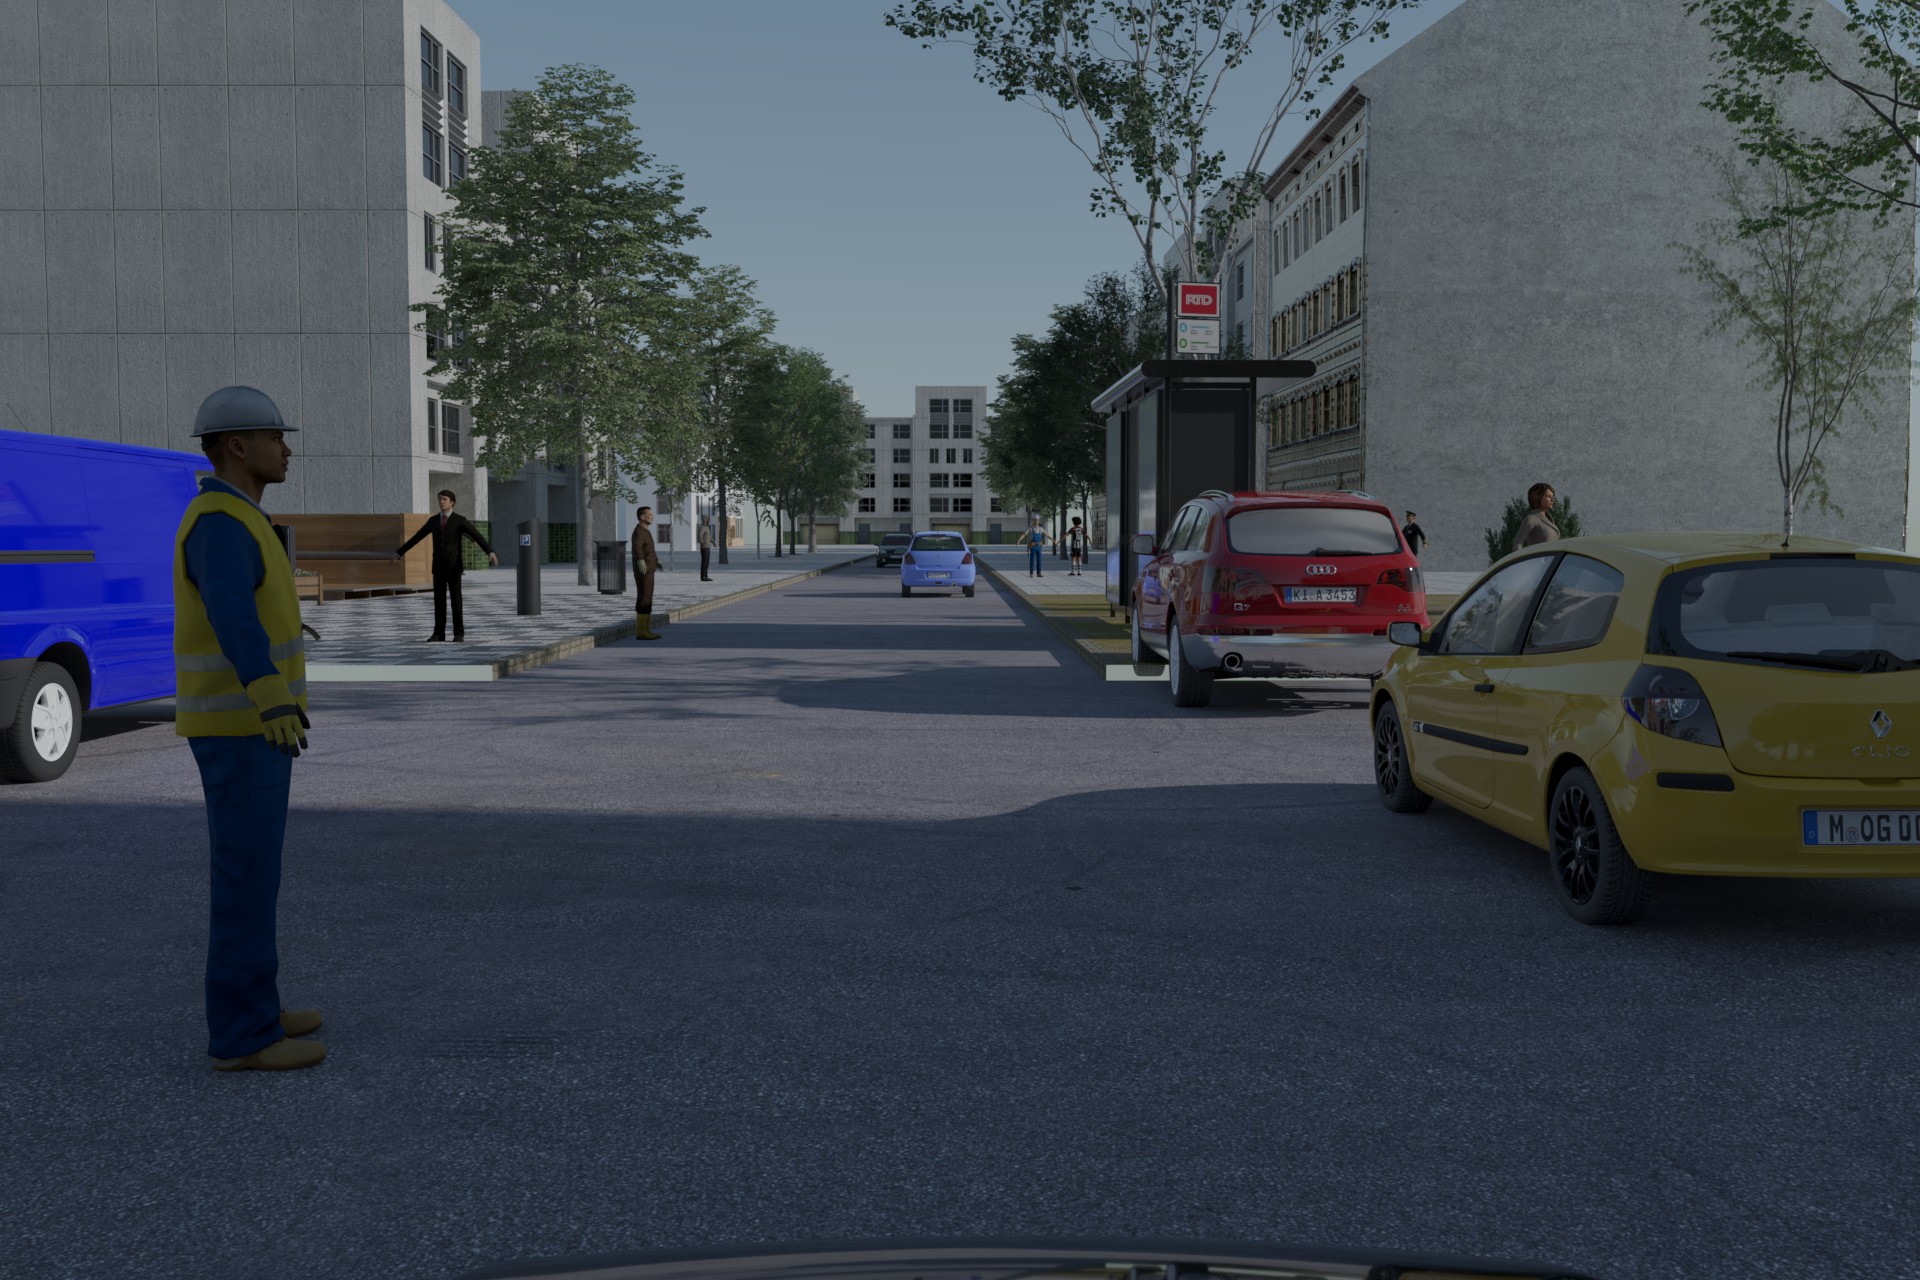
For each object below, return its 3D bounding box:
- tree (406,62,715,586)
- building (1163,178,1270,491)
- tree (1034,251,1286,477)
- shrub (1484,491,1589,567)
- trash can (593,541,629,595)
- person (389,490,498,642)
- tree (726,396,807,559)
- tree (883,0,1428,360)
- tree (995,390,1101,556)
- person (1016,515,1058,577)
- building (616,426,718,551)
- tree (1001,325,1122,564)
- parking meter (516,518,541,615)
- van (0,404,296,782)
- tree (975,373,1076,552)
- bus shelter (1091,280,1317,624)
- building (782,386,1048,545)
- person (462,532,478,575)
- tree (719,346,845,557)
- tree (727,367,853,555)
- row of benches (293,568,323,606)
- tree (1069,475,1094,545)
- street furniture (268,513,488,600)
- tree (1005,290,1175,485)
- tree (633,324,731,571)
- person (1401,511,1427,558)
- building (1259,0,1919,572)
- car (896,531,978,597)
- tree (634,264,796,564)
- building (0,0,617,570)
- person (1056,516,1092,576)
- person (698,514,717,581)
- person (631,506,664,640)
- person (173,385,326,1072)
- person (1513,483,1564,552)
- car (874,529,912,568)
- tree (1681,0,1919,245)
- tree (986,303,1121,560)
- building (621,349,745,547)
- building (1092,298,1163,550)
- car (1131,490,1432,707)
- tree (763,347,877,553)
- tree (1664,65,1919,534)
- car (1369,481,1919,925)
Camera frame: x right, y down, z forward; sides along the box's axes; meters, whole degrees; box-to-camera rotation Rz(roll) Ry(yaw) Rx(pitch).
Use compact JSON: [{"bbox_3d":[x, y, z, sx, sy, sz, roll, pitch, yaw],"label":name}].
[{"bbox_3d":[-9.673,-7.610,42.548,7.486,12.596,7.792,0,3,0],"label":"tree"},{"bbox_3d":[21.528,-13.973,94.919,16.747,18.905,31.486,0,4,-1],"label":"building"},{"bbox_3d":[6.383,-7.456,56.325,8.767,10.594,7.601,1,4,11],"label":"tree"},{"bbox_3d":[9.306,-1.457,27.870,1.661,2.075,1.752,0,3,0],"label":"shrub"},{"bbox_3d":[-7.389,-1.533,36.715,0.748,1.137,0.748,0,3,0],"label":"trash can"},{"bbox_3d":[-6.110,-0.881,20.596,1.347,1.806,0.705,0,4,8],"label":"person"},{"bbox_3d":[-10.102,-8.455,88.598,4.737,8.622,4.395,0,3,0],"label":"tree"},{"bbox_3d":[4.443,-11.406,42.376,12.611,20.169,13.585,0,3,0],"label":"tree"},{"bbox_3d":[5.363,-10.280,102.482,8.767,10.594,7.601,3,5,43],"label":"tree"},{"bbox_3d":[2.252,-2.783,51.360,1.347,1.847,0.705,-1,4,-20],"label":"person"},{"bbox_3d":[-24.961,-12.522,146.881,9.099,9.664,28.070,0,4,0],"label":"building"},{"bbox_3d":[5.584,-8.564,74.428,8.767,10.594,7.601,2,4,32],"label":"tree"},{"bbox_3d":[-6.851,-1.167,27.486,0.372,1.533,0.369,0,3,0],"label":"parking meter"},{"bbox_3d":[-6.193,-0.444,11.649,2.240,2.365,5.245,0,4,-1],"label":"van"},{"bbox_3d":[4.516,-12.480,122.182,7.486,12.596,7.792,0,3,0],"label":"tree"},{"bbox_3d":[3.144,-2.905,25.131,2.179,5.291,8.768,0,4,-1],"label":"bus shelter"},{"bbox_3d":[-5.413,-21.072,213.437,31.486,18.905,16.747,0,4,-1],"label":"building"},{"bbox_3d":[-15.661,-2.918,53.934,1.346,1.802,0.704,1,4,18],"label":"person"},{"bbox_3d":[-9.861,-10.354,95.049,9.928,11.665,9.643,0,3,0],"label":"tree"},{"bbox_3d":[-10.380,-11.022,105.958,9.928,11.665,9.643,0,3,0],"label":"tree"},{"bbox_3d":[-12.446,-0.857,29.480,1.422,0.672,4.104,1,4,23],"label":"row of benches"},{"bbox_3d":[16.032,-17.317,208.882,9.928,11.665,9.643,0,3,0],"label":"tree"},{"bbox_3d":[-15.062,-1.882,37.633,11.010,1.723,9.812,0,4,3],"label":"street furniture"},{"bbox_3d":[5.838,-7.962,64.589,8.767,10.594,7.601,0,4,4],"label":"tree"},{"bbox_3d":[-10.236,-6.697,59.863,4.360,8.622,3.978,0,3,0],"label":"tree"},{"bbox_3d":[10.690,-2.157,41.196,0.705,1.837,1.347,-2,4,-25],"label":"person"},{"bbox_3d":[22.809,-14.445,67.101,19.493,23.208,18.063,0,4,0],"label":"building"},{"bbox_3d":[-0.533,-1.889,40.477,1.945,1.707,3.694,0,4,-2],"label":"car"},{"bbox_3d":[-10.363,-9.487,73.247,7.486,12.596,7.792,0,3,0],"label":"tree"},{"bbox_3d":[-25.407,-12.419,69.502,16.747,18.905,31.486,0,4,0],"label":"building"},{"bbox_3d":[3.555,-2.887,53.341,1.345,1.843,0.704,-2,4,-30],"label":"person"},{"bbox_3d":[-6.889,-2.501,47.024,0.705,1.813,1.348,0,4,8],"label":"person"},{"bbox_3d":[-4.256,-0.914,23.545,0.704,1.812,1.346,0,4,0],"label":"person"},{"bbox_3d":[-1.924,0.225,4.745,0.705,1.833,1.349,-1,4,-22],"label":"person"},{"bbox_3d":[5.278,-0.536,15.521,1.215,1.744,0.721,-3,5,-43],"label":"person"},{"bbox_3d":[-2.698,-3.971,74.710,2.009,1.686,4.222,0,4,0],"label":"car"},{"bbox_3d":[9.282,-5.439,14.682,9.928,11.665,9.643,0,3,0],"label":"tree"},{"bbox_3d":[5.152,-10.214,85.128,7.486,12.596,7.792,0,3,0],"label":"tree"},{"bbox_3d":[-28.287,-19.536,175.828,16.016,20.090,11.380,0,4,-1],"label":"building"},{"bbox_3d":[20.787,-18.873,139.495,19.493,23.208,18.063,0,4,-1],"label":"building"},{"bbox_3d":[2.774,-0.441,15.892,2.281,1.827,5.304,0,4,0],"label":"car"},{"bbox_3d":[-9.985,-12.894,117.475,9.857,13.997,8.962,0,3,0],"label":"tree"},{"bbox_3d":[13.236,-4.752,28.055,4.360,8.622,3.978,0,3,0],"label":"tree"},{"bbox_3d":[3.073,0.149,7.791,2.015,1.641,3.980,0,4,-1],"label":"car"}]
